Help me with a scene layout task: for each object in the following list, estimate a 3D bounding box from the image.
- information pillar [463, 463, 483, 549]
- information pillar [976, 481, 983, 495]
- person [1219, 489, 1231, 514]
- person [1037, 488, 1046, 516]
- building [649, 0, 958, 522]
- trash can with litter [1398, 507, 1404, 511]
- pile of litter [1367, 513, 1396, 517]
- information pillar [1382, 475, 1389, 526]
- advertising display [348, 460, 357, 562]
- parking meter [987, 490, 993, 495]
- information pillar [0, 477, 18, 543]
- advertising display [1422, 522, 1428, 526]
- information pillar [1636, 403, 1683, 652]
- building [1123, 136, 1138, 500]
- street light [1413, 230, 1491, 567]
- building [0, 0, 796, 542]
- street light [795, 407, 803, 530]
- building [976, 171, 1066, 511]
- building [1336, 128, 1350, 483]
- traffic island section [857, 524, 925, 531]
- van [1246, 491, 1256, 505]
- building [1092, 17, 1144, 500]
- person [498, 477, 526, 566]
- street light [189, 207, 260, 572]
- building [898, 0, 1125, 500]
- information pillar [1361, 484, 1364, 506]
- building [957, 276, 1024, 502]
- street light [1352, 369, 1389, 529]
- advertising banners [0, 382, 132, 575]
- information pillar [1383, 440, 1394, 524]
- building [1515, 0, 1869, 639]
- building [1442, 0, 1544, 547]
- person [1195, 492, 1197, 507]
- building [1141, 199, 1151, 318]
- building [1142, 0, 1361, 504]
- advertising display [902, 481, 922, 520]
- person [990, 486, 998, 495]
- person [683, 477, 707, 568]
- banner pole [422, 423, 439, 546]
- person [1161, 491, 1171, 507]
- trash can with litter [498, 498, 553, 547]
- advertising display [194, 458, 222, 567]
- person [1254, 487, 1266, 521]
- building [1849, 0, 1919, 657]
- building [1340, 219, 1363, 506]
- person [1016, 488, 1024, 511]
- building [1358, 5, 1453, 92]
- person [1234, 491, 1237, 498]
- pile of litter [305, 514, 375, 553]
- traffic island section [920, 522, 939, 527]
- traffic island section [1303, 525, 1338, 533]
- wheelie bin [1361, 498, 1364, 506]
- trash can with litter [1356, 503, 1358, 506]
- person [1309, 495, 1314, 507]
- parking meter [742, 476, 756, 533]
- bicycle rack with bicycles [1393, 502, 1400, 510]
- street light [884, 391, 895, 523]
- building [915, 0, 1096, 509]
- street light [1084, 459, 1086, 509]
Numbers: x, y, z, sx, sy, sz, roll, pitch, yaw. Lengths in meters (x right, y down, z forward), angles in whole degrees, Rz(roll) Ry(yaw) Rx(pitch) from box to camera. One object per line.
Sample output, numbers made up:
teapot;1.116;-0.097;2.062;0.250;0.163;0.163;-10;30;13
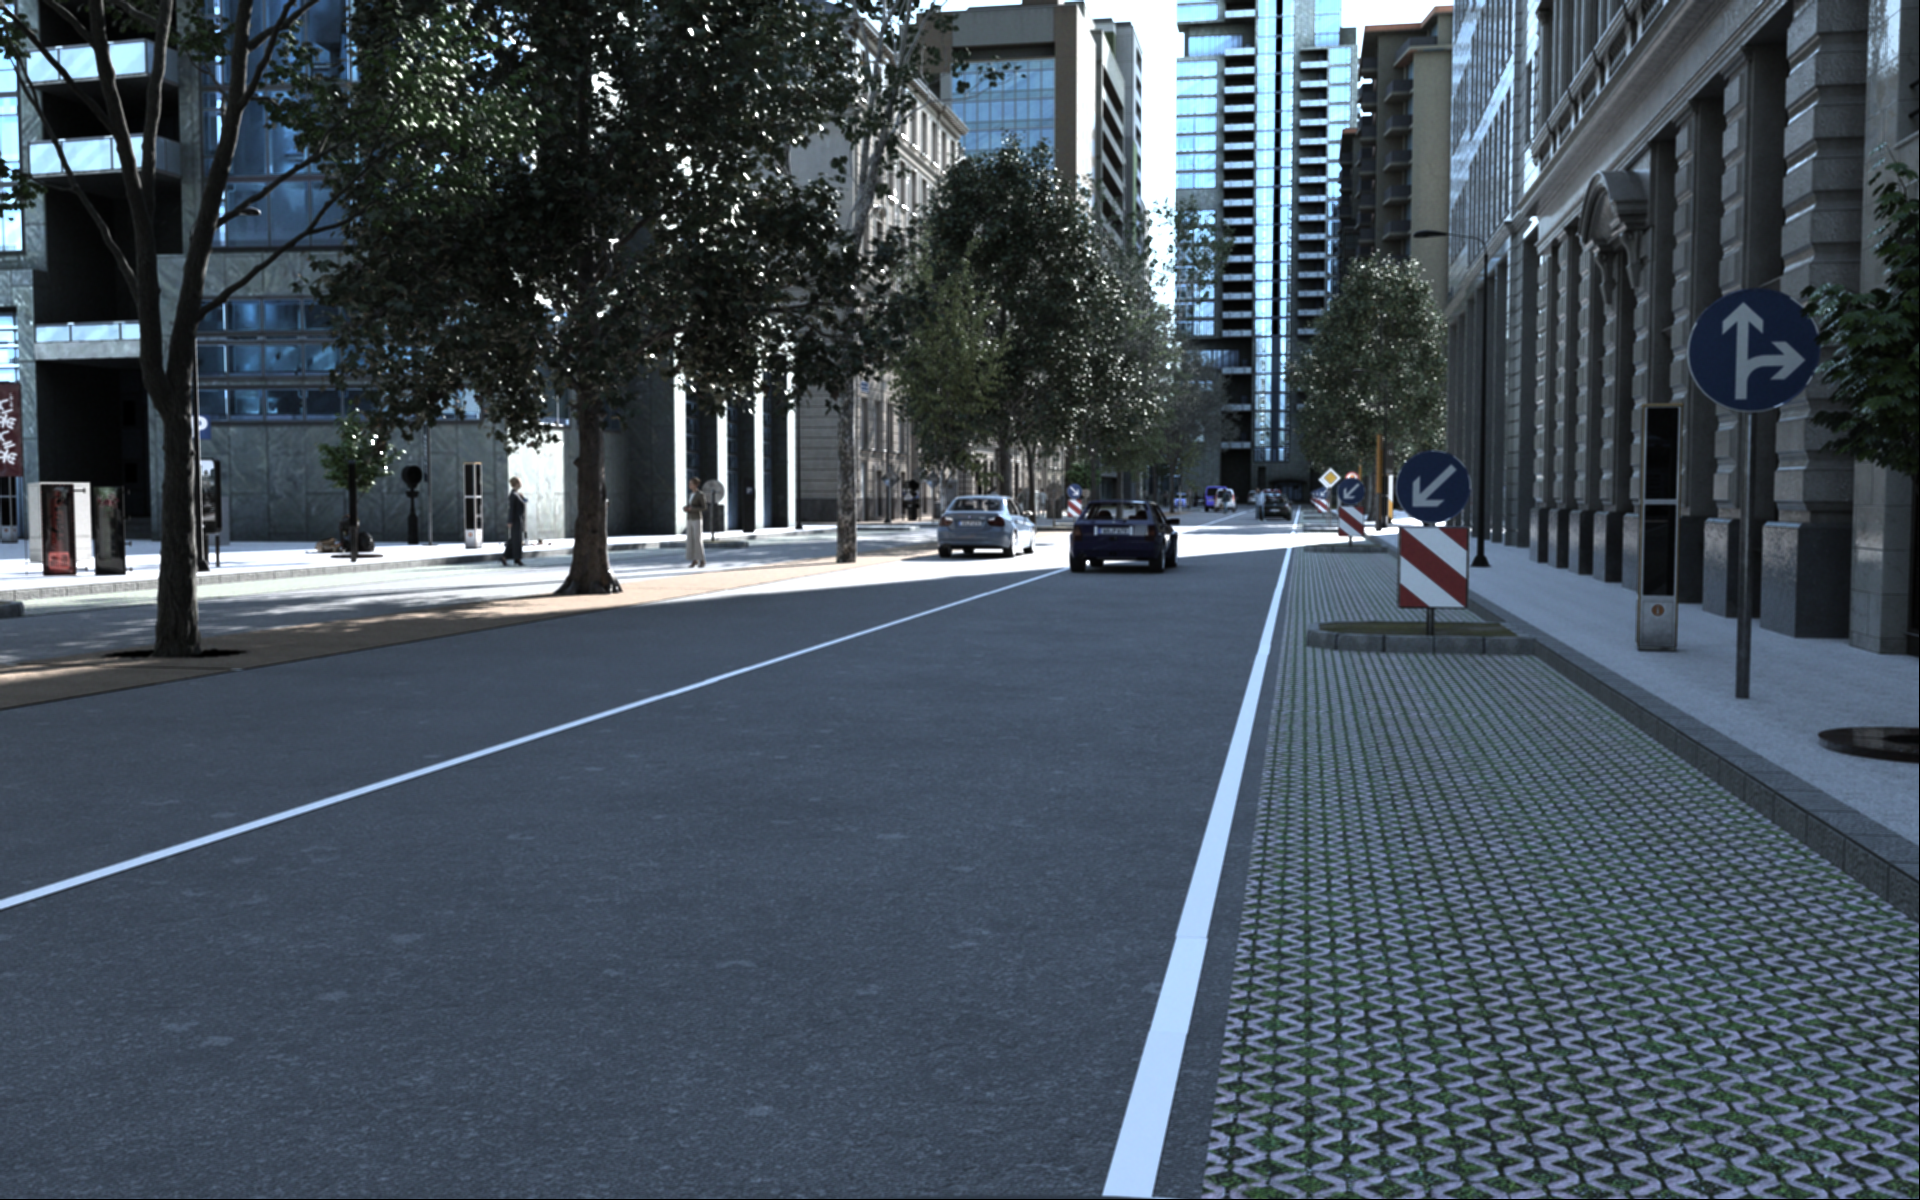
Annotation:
information pillar;-11.394;-2.204;40.530;0.304;2.012;0.304;1;4;15
information pillar;1.060;-5.669;97.188;0.304;2.012;0.304;0;4;4
person;18.882;-7.041;123.598;0.794;1.824;0.713;-2;4;-35
person;5.003;-6.013;107.008;0.606;1.804;0.583;-3;4;-36
building;-7.922;-17.933;90.473;12.463;27.353;25.104;1;4;11
trash can with litter;33.962;-7.394;132.282;1.055;1.170;0.624;3;4;38
pile of litter;24.010;-5.175;98.568;1.719;0.858;1.176;0;4;3
information pillar;16.007;-3.723;65.359;0.304;2.012;0.304;0;4;8
advertising display;-11.535;-1.693;32.897;0.123;1.923;0.974;-1;4;-19
parking meter;1.764;-5.580;99.651;0.372;1.533;0.369;0;3;0
information pillar;-24.911;-2.498;45.329;0.304;2.012;0.304;0;4;-1
advertising display;11.068;-2.192;41.057;0.123;1.923;0.974;1;4;22
information pillar;5.723;-0.593;14.184;0.304;2.012;0.304;1;4;18
building;12.080;-31.207;193.823;14.154;41.232;14.086;1;4;11
street light;8.672;-3.549;30.559;1.470;5.913;1.316;1;4;11
building;-23.697;-45.468;56.067;31.000;86.520;22.319;1;4;11
street light;-5.297;-5.500;62.460;1.470;5.913;1.316;1;4;11
building;1.020;-20.622;134.430;12.463;27.353;25.104;1;4;11
building;55.398;-33.529;202.824;22.147;44.769;28.867;1;4;11
traffic island section;-2.763;-2.813;68.275;2.009;0.180;2.903;1;4;11
van;37.550;-13.090;221.027;2.013;2.044;4.112;1;4;10
building;8.164;-41.207;215.740;28.212;58.520;21.231;1;4;11
person;-8.868;-1.557;34.383;0.534;1.772;0.576;-2;4;-31
street light;-12.026;-3.412;28.328;1.470;5.913;1.316;1;4;11
building;4.986;-33.831;176.845;21.300;48.544;21.600;1;4;11
information pillar;28.079;-7.148;121.367;0.304;2.012;0.304;2;4;33
building;-2.016;-15.138;112.142;10.561;19.102;19.286;1;4;11
street light;15.264;-5.621;64.447;1.470;5.913;1.316;1;4;11
advertising banners;-14.203;-1.903;27.298;2.074;3.025;0.090;-1;4;-9
information pillar;18.381;-5.078;74.380;0.504;3.616;0.183;-1;4;-9
building;13.931;-11.864;22.850;11.050;23.489;19.941;1;4;11
building;20.073;-16.469;46.753;11.434;29.767;29.804;1;4;11
person;26.748;-11.401;195.625;0.721;1.735;1.217;1;4;11
building;19.018;-34.143;241.831;14.086;41.232;14.154;1;4;11
building;41.932;-56.725;240.121;31.000;86.520;22.319;1;4;11
advertising display;-2.359;-4.861;84.693;0.974;1.923;0.123;1;4;8
person;1.698;-4.487;82.060;0.606;1.804;0.583;3;5;44
person;-5.219;-1.518;33.877;0.519;1.759;0.362;3;5;43
banner pole;-13.252;-3.245;43.071;0.401;3.779;0.863;-2;4;-28
person;22.911;-11.237;192.940;1.217;1.736;0.721;-1;4;-20
trash can with litter;-10.692;-1.968;43.233;1.678;1.210;2.233;1;4;11
advertising display;-13.555;-1.564;30.782;0.974;1.923;0.123;1;4;20
person;15.689;-5.001;90.534;0.793;1.790;0.793;-2;4;-25
building;10.986;-9.178;4.805;10.420;20.320;16.860;1;4;11
building;47.252;-25.110;182.242;14.160;30.474;14.107;1;4;11
person;3.092;-4.964;90.218;0.362;1.759;0.519;-2;4;-26
building;47.860;-30.899;159.824;22.147;44.769;28.867;1;4;11
person;33.181;-12.208;208.552;0.568;1.767;0.683;0;4;-3
pile of litter;-13.678;-1.484;38.227;1.719;0.858;1.176;-3;5;-44
traffic island section;-1.213;-3.292;76.108;2.009;0.180;2.903;1;4;11
traffic island section;13.905;-2.612;64.983;2.009;0.180;2.903;1;4;11
wheelie bin;27.387;-6.644;116.530;0.693;1.594;0.980;-2;4;-33
trash can with litter;30.325;-7.426;132.474;1.678;1.210;2.233;-1;4;-13
person;37.226;-10.602;182.369;0.721;1.766;1.217;-2;4;-34
parking meter;-7.006;-3.168;57.505;0.399;1.863;0.255;-1;4;-19
bicycle rack with bicycles;35.050;-7.622;137.995;2.852;0.926;2.925;-3;5;-40
street light;-2.665;-6.337;76.150;1.470;5.913;1.316;1;4;11
building;4.646;-31.077;158.227;14.600;45.320;14.200;1;4;11
street light;11.010;-10.527;144.652;1.470;5.913;1.316;1;4;11
